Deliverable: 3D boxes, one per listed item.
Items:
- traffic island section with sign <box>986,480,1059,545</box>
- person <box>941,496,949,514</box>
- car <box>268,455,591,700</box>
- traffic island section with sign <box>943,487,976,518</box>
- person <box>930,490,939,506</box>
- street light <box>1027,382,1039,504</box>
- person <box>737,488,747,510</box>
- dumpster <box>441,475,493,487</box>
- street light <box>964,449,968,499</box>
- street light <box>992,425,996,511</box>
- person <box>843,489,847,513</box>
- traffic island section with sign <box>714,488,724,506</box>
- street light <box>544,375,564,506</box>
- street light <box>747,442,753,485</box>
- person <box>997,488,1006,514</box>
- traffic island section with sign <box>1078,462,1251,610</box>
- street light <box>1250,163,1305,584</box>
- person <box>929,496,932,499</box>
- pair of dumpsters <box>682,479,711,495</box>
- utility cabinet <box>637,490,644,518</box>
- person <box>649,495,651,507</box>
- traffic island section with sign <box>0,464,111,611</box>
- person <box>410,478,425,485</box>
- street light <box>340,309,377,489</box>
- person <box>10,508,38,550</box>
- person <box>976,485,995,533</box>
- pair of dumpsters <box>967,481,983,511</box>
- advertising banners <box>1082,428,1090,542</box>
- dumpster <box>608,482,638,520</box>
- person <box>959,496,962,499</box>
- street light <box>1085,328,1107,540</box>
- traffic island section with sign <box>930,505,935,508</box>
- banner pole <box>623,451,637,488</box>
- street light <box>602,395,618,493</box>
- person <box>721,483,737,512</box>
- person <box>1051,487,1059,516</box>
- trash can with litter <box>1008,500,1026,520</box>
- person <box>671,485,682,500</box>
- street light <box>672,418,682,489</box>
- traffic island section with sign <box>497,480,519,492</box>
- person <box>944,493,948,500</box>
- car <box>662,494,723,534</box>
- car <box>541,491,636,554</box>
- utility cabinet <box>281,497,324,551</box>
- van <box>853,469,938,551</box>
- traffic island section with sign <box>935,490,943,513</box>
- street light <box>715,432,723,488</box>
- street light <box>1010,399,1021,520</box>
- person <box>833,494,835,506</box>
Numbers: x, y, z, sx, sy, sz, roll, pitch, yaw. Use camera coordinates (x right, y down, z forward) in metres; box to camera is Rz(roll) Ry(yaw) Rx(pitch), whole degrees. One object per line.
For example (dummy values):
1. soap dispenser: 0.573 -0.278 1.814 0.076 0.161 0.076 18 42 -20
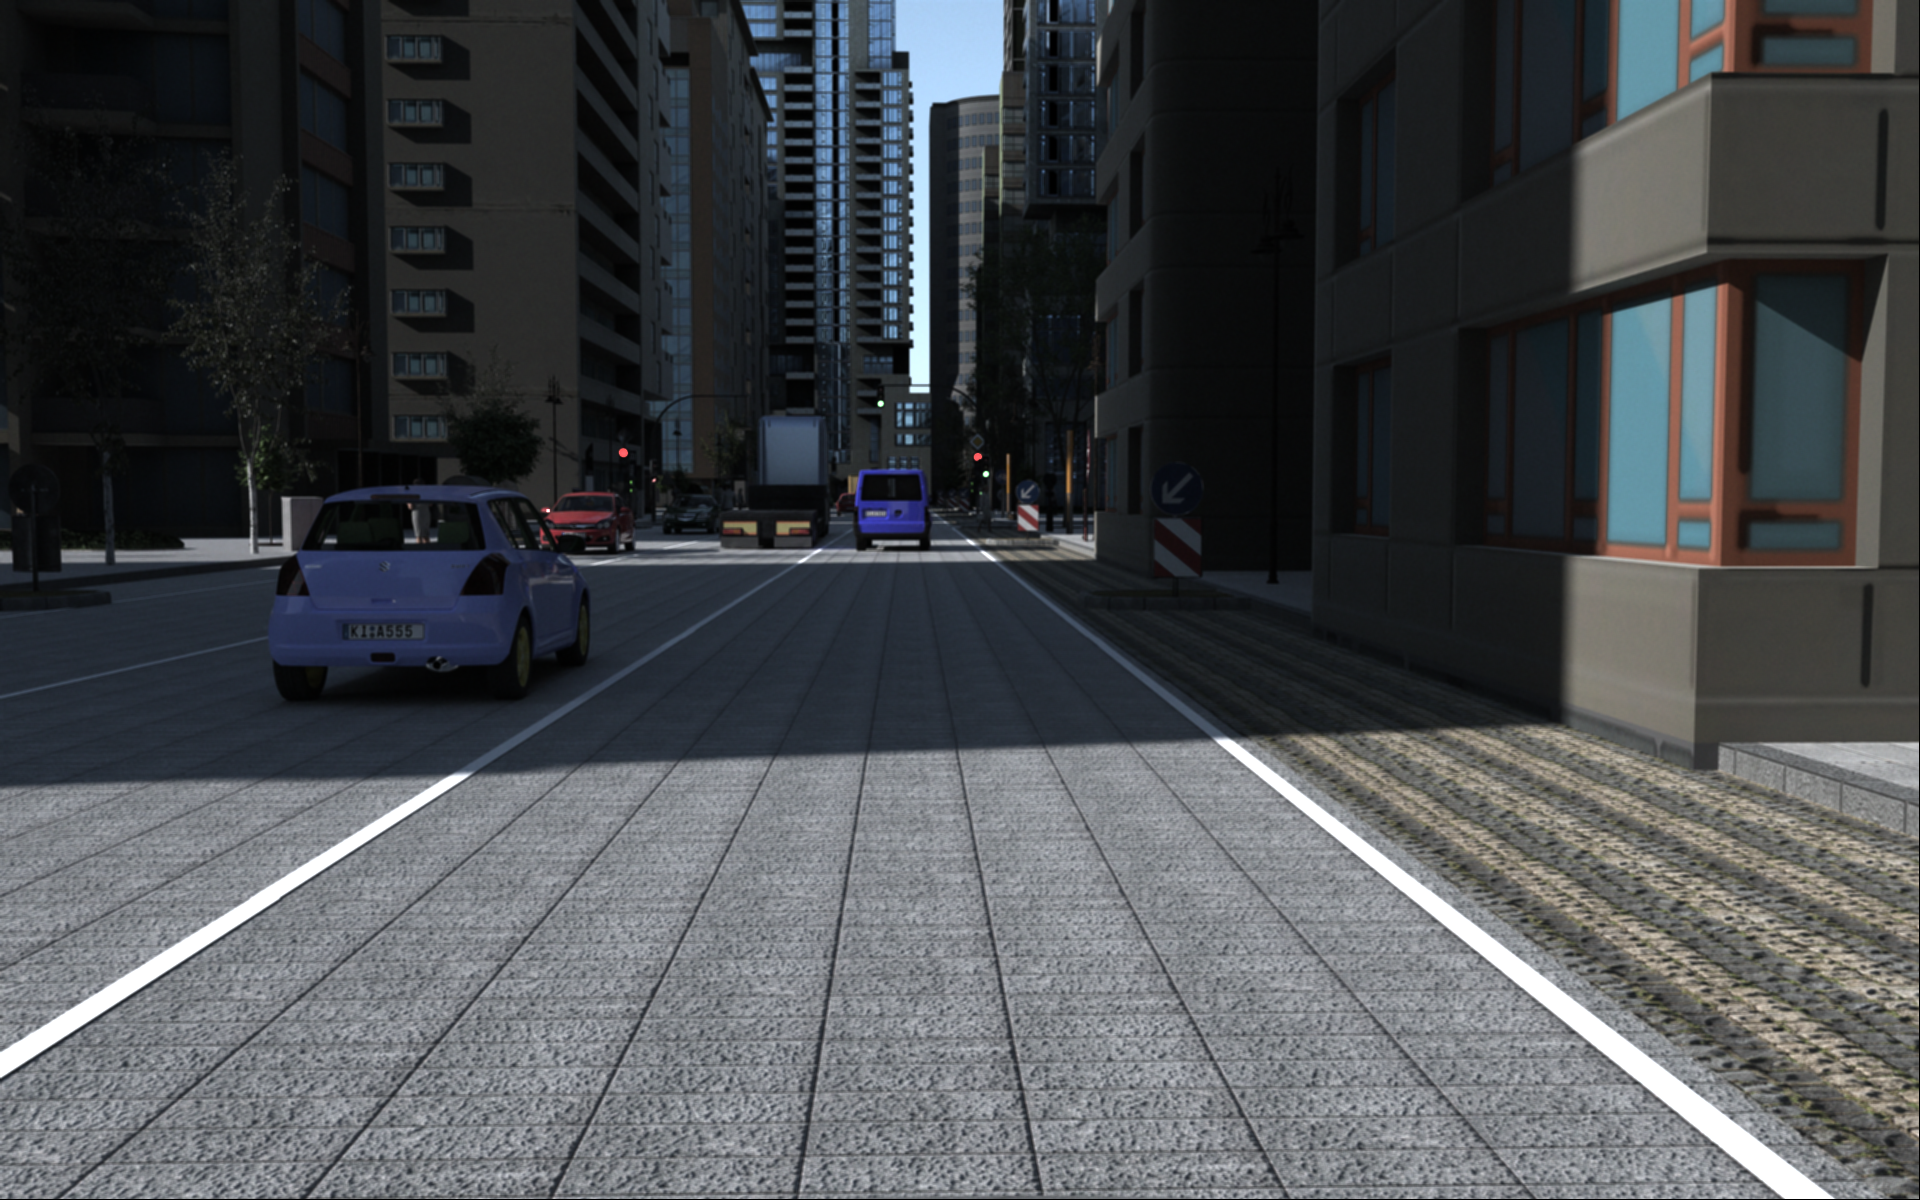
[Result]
1. traffic island section with sign: 1.762 -2.475 49.090 1.989 1.847 2.006 0 4 -2
2. person: -1.041 -6.821 124.297 0.640 1.303 0.475 -3 5 -41
3. car: -3.928 -0.230 13.347 1.945 1.707 3.694 0 4 -3
4. traffic island section with sign: 0.127 -5.873 104.657 1.989 1.847 2.006 0 4 -2
5. person: -2.688 -10.805 185.096 1.348 1.831 0.705 -3 5 -42
6. street light: 3.060 -6.048 71.667 0.468 5.910 1.993 0 4 -2
7. person: -13.851 -6.158 109.363 0.728 1.800 0.709 1 4 23
8. dumpster: -15.508 -2.982 54.513 1.264 1.857 1.865 0 4 -2
9. street light: 0.588 -11.131 154.775 0.468 5.910 1.993 0 4 -2
10. street light: 2.069 -8.240 107.508 0.468 5.910 1.993 0 4 -2
11. person: -8.595 -7.430 130.004 0.581 1.822 0.654 2 4 27
12. traffic island section with sign: -14.499 -5.861 104.452 1.989 1.847 2.006 0 4 -2
13. street light: -15.709 -5.772 67.165 0.468 5.910 1.993 0 4 -2
14. street light: -18.169 -10.832 149.896 0.468 5.910 1.993 0 4 -2
15. person: 2.626 -6.466 111.607 0.795 1.843 0.661 3 5 44
16. traffic island section with sign: 2.548 -0.827 22.146 1.989 1.847 2.006 0 4 -2
17. street light: 4.481 -3.171 24.630 0.468 5.910 1.993 0 4 -2
18. person: -3.734 -10.993 188.256 1.348 1.821 0.705 -1 4 -10
19. pair of dumpsters: -17.135 -6.699 112.022 1.574 2.255 4.437 0 4 -2
20. utility cabinet: -17.017 -5.104 92.135 0.318 1.500 1.173 0 4 -6
21. person: -20.809 -6.499 116.978 0.362 1.253 0.373 2 4 26
22. traffic island section with sign: -12.068 -0.824 22.096 1.989 1.847 2.006 0 4 -2
23. person: -11.649 -1.759 37.615 0.716 1.782 0.532 -3 4 -37
24. street light: -15.062 -4.325 43.499 0.468 5.910 1.993 0 4 -2
25. person: -18.915 -1.783 35.113 0.656 1.842 0.836 1 4 11
26. person: 0.941 -3.381 64.125 0.624 1.780 0.694 3 5 42
27. pair of dumpsters: 1.312 -8.079 134.592 1.574 2.255 4.437 0 4 -2
28. advertising banners: 3.426 -3.109 47.023 0.090 3.025 2.074 0 4 1
29. dumpster: -16.247 -4.744 83.326 1.264 1.857 1.865 0 4 -2
30. person: 0.256 -11.837 199.591 0.705 1.822 1.348 -3 5 -40
31. street light: 3.799 -4.625 48.410 0.468 5.910 1.993 0 4 -2
32. traffic island section with sign: -2.154 -10.590 181.779 1.989 1.847 2.006 0 4 -2
33. banner pole: -16.733 -5.962 87.498 0.863 3.779 0.401 0 4 2
34. street light: -16.068 -6.538 79.686 0.468 5.910 1.993 0 4 -2
35. person: -8.856 -3.557 66.500 0.661 1.843 0.795 -2 4 -27
36. person: 5.587 -5.931 103.194 0.592 1.802 0.473 -2 4 -30
37. trash can with litter: 2.850 -4.580 86.262 1.055 1.170 0.624 2 4 31
38. person: -16.652 -5.866 101.751 0.655 1.846 0.447 1 4 9
39. street light: -16.850 -7.987 103.379 0.468 5.910 1.993 0 4 -2
40. traffic island section with sign: -12.874 -2.472 49.039 1.989 1.847 2.006 0 4 -2
41. person: -1.792 -13.392 228.231 0.421 1.427 0.697 -3 4 -37
42. car: -9.724 -3.152 63.340 2.131 1.459 4.920 0 4 -2
43. car: -9.071 -2.040 42.397 2.155 1.783 4.494 0 4 -3
44. utility cabinet: -14.949 -1.729 39.434 0.306 1.237 1.020 1 4 22
45. van: -1.713 -2.511 45.444 2.240 2.365 5.245 0 4 0
46. traffic island section with sign: -0.703 -7.564 132.303 1.989 1.847 2.006 0 4 -2
47. street light: -17.578 -9.410 126.636 0.468 5.910 1.993 0 4 -2
48. street light: 2.678 -6.810 84.127 0.468 5.910 1.993 0 4 -2
49. person: -15.432 -12.235 211.802 0.557 1.426 1.065 -1 4 -14
